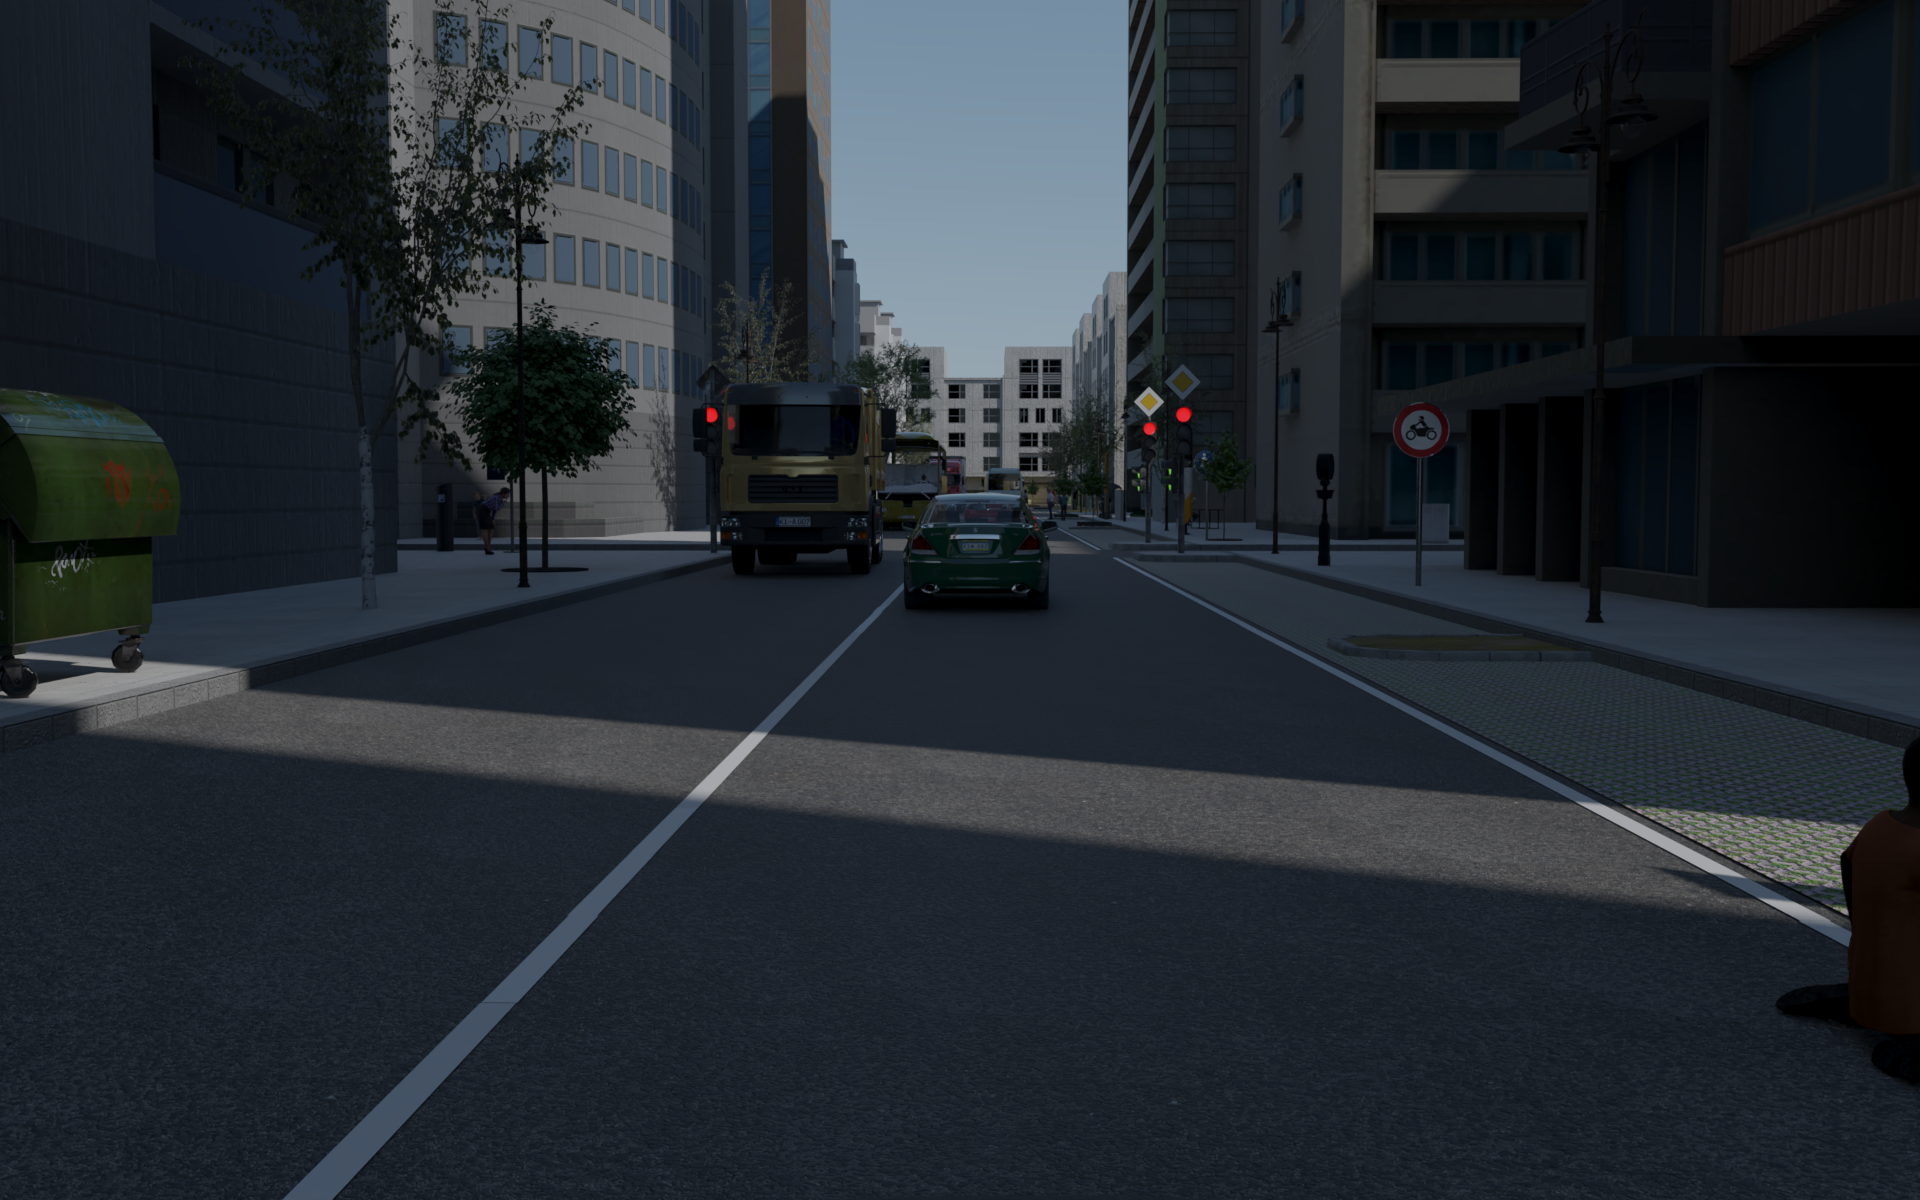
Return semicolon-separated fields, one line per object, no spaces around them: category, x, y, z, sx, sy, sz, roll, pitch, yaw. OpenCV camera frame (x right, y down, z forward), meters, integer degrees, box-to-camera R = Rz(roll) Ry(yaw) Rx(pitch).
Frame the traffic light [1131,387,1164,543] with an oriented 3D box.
traffic light;4.923;-3.455;45.415;0.839;4.253;0.868;0;4;1

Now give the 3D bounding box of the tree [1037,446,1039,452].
tree;9.188;-12.463;154.140;4.360;8.622;3.978;0;3;0

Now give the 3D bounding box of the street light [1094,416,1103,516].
street light;7.979;-7.794;100.211;0.468;5.910;1.993;0;4;1

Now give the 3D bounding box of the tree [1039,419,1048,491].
tree;8.857;-11.367;136.219;4.360;8.622;3.978;0;3;0

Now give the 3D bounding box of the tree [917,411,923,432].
tree;-5.174;-9.228;101.240;4.737;8.622;4.395;0;3;0

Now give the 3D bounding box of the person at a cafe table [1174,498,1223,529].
person at a cafe table;8.780;-3.409;64.260;1.622;1.524;1.698;-1;4;-9

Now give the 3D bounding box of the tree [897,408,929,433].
tree;-4.142;-11.708;141.787;4.360;8.622;3.978;0;3;0

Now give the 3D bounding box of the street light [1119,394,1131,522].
street light;7.642;-6.575;80.291;0.468;5.910;1.993;0;4;1

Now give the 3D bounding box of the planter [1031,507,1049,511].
planter;6.842;-7.718;147.325;1.991;0.319;1.994;0;4;1

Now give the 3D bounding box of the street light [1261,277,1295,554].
street light;6.772;-3.929;37.031;0.468;5.910;1.993;0;4;1

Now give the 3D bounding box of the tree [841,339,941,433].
tree;-4.995;-11.619;115.721;9.928;11.665;9.643;0;3;0

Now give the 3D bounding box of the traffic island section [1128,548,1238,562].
traffic island section;4.815;-0.934;37.545;2.009;0.180;2.903;0;4;1

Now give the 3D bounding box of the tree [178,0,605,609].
tree;-6.379;-4.206;19.126;4.360;8.622;3.978;0;3;0

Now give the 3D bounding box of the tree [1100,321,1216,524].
tree;8.843;-7.597;74.577;4.360;8.622;3.978;0;3;0

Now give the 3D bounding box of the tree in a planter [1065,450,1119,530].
tree in a planter;5.422;-4.474;70.367;1.991;3.239;1.994;0;4;1

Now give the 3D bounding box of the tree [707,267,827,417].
tree;-6.534;-6.539;57.271;4.360;8.622;3.978;0;3;0

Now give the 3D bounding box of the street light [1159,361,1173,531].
street light;7.223;-5.358;60.393;0.468;5.910;1.993;0;4;1

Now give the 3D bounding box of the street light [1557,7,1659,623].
street light;6.342;-2.712;17.132;0.468;5.910;1.993;0;4;1

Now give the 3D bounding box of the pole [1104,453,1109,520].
pole;7.358;-5.698;87.005;0.158;3.312;0.155;0;3;0

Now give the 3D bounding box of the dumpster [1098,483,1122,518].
dumpster;8.035;-5.306;92.515;1.264;1.857;1.865;0;4;1

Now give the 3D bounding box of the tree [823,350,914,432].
tree;-5.463;-8.526;89.768;4.737;8.622;4.395;0;3;0

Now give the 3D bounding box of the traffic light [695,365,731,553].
traffic light;-5.344;-2.977;37.602;0.839;4.253;0.868;0;4;1

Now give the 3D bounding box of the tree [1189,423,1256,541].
tree;7.372;-3.236;47.513;1.663;3.219;1.824;0;3;0

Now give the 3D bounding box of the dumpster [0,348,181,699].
dumpster;-6.395;-0.556;11.586;1.502;2.255;1.985;0;4;1

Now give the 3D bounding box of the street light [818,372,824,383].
street light;-5.262;-5.691;65.838;0.468;5.910;1.993;0;4;1

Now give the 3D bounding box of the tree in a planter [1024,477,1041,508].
tree in a planter;7.359;-10.865;174.862;1.991;3.239;1.994;0;4;1

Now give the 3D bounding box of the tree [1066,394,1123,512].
tree;9.554;-10.705;125.391;4.737;8.622;4.395;0;3;0

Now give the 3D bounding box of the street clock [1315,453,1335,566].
street clock;6.517;-1.613;30.947;0.358;2.002;0.471;2;4;25

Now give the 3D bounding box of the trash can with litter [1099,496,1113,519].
trash can with litter;7.522;-4.759;89.191;0.624;1.170;1.055;1;4;15

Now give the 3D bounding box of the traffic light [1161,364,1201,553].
traffic light;4.775;-2.967;37.431;0.839;4.253;0.868;0;4;1

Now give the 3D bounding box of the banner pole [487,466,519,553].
banner pole;-10.035;-2.932;37.955;0.863;3.779;0.401;1;4;19

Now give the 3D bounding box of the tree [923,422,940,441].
tree;-3.945;-12.393;152.994;4.737;8.622;4.395;0;3;0

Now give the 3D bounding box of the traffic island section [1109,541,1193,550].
traffic island section;4.963;-1.422;45.528;2.009;0.180;2.903;0;4;1

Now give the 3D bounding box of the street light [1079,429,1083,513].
street light;8.410;-9.014;120.159;0.468;5.910;1.993;0;4;1

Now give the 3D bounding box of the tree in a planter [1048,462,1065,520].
tree in a planter;5.926;-6.122;97.315;1.991;3.239;1.994;0;4;1

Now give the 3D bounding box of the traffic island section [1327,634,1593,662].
traffic island section;4.402;0.437;15.718;1.991;0.108;1.994;0;4;1

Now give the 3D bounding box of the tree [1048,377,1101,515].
tree;8.149;-9.394;103.955;4.360;8.622;3.978;0;3;0

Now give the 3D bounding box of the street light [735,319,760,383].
street light;-5.624;-4.474;45.939;0.468;5.910;1.993;0;4;1

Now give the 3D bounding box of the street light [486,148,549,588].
street light;-6.002;-3.111;23.656;0.468;5.910;1.993;0;4;1

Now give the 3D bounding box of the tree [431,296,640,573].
tree;-7.030;-2.760;28.848;4.285;4.588;4.351;0;3;0
